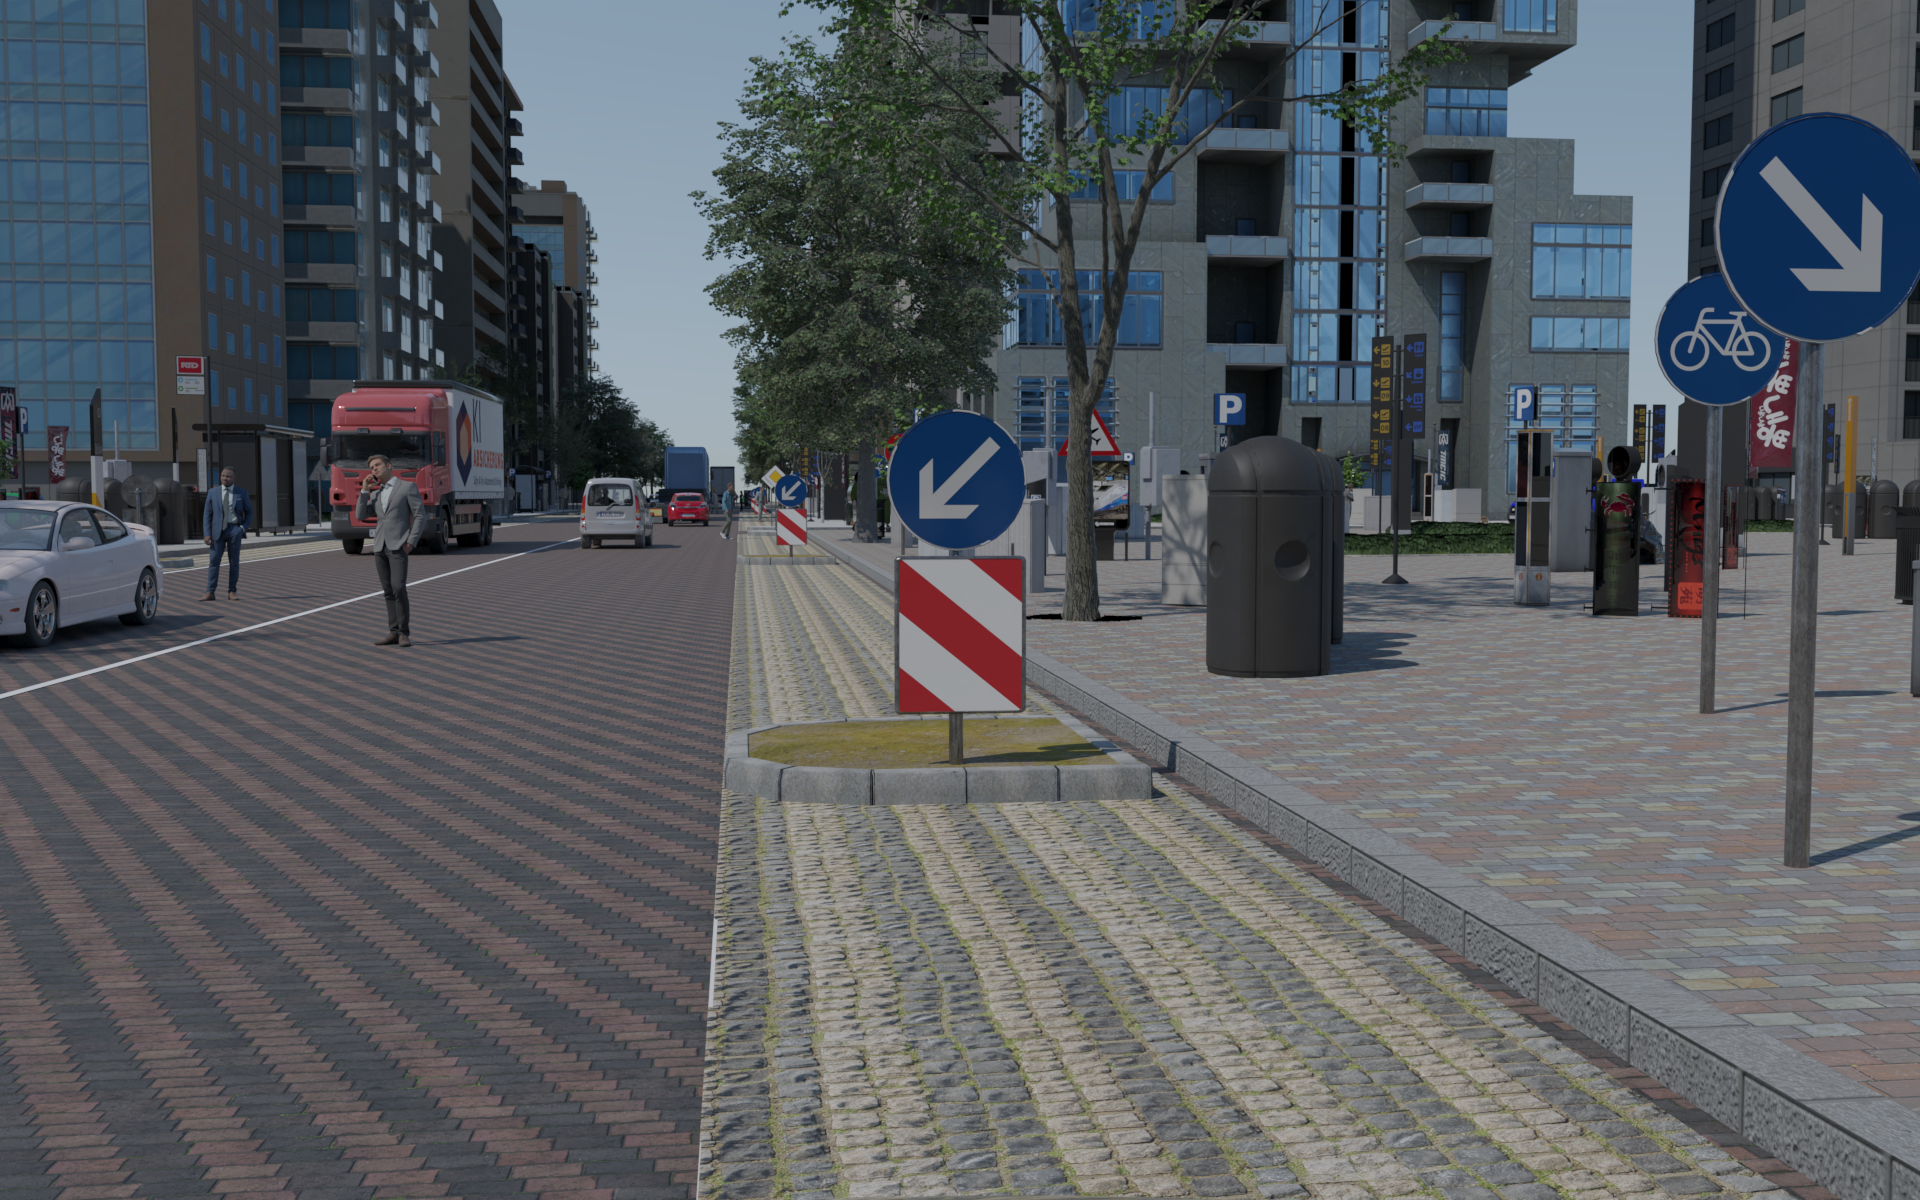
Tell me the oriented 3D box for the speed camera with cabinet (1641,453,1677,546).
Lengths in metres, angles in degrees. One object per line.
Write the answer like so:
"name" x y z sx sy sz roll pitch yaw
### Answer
"speed camera with cabinet" 17.198 -2.933 42.284 0.660 3.252 2.038 0 4 6

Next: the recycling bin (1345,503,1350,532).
"recycling bin" 10.559 -2.234 49.074 0.722 1.027 0.722 3 5 41

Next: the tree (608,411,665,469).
"tree" -45.181 -19.934 236.283 12.009 13.543 11.850 0 3 0

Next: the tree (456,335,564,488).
"tree" -27.278 -10.276 102.427 8.767 10.594 7.601 2 4 25

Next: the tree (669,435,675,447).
"tree" -51.233 -23.329 288.084 9.857 13.997 8.962 0 3 0

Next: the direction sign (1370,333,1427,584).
"direction sign" 6.246 -2.003 24.754 0.379 3.537 0.876 -3 5 -43

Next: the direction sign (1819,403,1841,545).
"direction sign" 21.783 -3.159 43.655 0.379 3.537 0.876 0 4 1

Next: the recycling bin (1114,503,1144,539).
"recycling bin" 4.805 -2.274 49.740 0.722 1.027 0.722 -3 4 -36

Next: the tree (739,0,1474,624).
"tree" 1.374 -5.607 17.431 9.928 11.665 9.643 0 3 0

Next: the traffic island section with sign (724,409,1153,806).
"traffic island section with sign" -0.210 -0.016 8.882 1.989 1.847 2.006 0 4 -7

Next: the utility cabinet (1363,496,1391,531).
"utility cabinet" 14.700 -3.036 60.800 1.020 1.237 0.306 0 4 1

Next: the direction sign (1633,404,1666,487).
"direction sign" 17.368 -3.163 43.714 0.876 3.537 0.379 -1 4 -10

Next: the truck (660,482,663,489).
"truck" -33.724 -12.840 205.852 3.469 3.379 9.791 0 4 -8

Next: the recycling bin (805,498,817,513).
"recycling bin" -10.281 -6.548 119.618 0.722 1.027 0.722 -1 4 -19

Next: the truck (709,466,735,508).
"truck" -24.693 -11.670 179.713 2.839 4.237 11.283 -1 4 -8

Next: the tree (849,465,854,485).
"tree" -6.714 -6.386 99.014 1.663 3.219 1.824 0 3 0

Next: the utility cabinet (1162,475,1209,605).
"utility cabinet" 2.903 -0.675 19.721 1.173 1.500 0.318 2 4 31

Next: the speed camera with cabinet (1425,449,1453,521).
"speed camera with cabinet" 20.993 -4.987 75.873 0.660 3.252 2.038 0 4 -6

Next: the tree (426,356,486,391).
"tree" -26.895 -8.640 91.634 4.737 8.622 4.395 0 3 0

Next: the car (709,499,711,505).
"car" -29.981 -12.048 206.567 1.945 1.707 3.694 0 4 -7

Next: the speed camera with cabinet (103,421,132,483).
"speed camera with cabinet" -22.441 -3.242 47.344 0.660 3.252 2.038 2 4 35

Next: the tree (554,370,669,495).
"tree" -37.006 -16.604 178.133 9.857 13.997 8.962 0 3 0

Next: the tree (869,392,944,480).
"tree" -0.707 -2.354 33.091 1.663 3.219 1.824 0 3 0

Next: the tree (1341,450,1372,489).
"tree" 17.273 -5.050 77.170 1.663 3.219 1.824 0 3 0

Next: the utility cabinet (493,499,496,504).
"utility cabinet" -36.892 -7.756 137.974 1.020 1.237 0.306 1 4 12

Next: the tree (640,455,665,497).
"tree" -48.147 -20.219 264.984 7.601 10.594 8.767 2 4 26

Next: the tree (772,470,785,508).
"tree" -13.841 -8.591 135.063 1.663 3.219 1.824 0 3 0

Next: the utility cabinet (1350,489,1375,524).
"utility cabinet" 16.762 -3.907 72.564 1.173 1.500 0.318 2 4 35

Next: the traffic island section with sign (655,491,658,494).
"traffic island section with sign" -43.129 -14.597 247.289 1.989 1.847 2.006 0 4 -7

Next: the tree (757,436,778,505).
"tree" -21.707 -15.386 201.931 4.737 8.622 4.395 0 3 0

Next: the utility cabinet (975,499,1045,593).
"utility cabinet" 0.644 -0.710 22.778 0.306 1.237 1.020 -3 5 -45

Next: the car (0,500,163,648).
"car" -9.646 -0.316 17.536 2.083 1.381 4.827 0 4 -7

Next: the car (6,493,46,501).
"car" -33.181 -3.203 61.158 4.718 1.807 1.959 0 4 -7

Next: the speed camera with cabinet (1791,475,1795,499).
"speed camera with cabinet" 39.412 -5.281 80.679 2.038 3.252 0.660 -3 5 -44

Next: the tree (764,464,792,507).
"tree" -18.214 -11.597 173.331 4.285 4.588 4.351 0 3 0

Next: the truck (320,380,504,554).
"truck" -13.909 -3.421 44.843 2.839 4.237 11.283 0 4 -6

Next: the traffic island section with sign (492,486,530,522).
"traffic island section with sign" -22.971 -4.864 88.156 1.989 1.847 2.006 0 4 -7

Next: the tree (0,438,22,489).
"tree" -18.392 -2.304 32.265 1.663 3.219 1.824 0 3 0

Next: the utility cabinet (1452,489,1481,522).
"utility cabinet" 20.966 -3.853 71.682 1.173 1.500 0.318 -1 4 -16

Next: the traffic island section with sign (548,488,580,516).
"traffic island section with sign" -26.485 -6.557 115.839 1.989 1.847 2.006 0 4 -7

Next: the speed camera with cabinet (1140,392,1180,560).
"speed camera with cabinet" 4.158 -2.369 33.068 0.660 3.252 2.038 -1 4 -22

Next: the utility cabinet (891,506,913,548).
"utility cabinet" -1.402 -1.858 41.539 0.306 1.237 1.020 1 4 13

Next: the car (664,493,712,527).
"car" -12.197 -4.201 77.733 2.155 1.783 4.494 -1 4 -9

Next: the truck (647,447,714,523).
"truck" -14.985 -6.279 92.419 2.967 4.110 18.799 0 4 -5

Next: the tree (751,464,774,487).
"tree" -29.694 -18.973 260.577 4.360 8.622 3.978 0 3 0

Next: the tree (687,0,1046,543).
"tree" -2.522 -8.479 45.293 9.857 13.997 8.962 0 3 0

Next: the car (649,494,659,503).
"car" -28.509 -9.212 162.624 2.014 1.417 4.499 -1 4 -8

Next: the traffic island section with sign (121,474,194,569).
"traffic island section with sign" -16.071 -1.528 33.604 1.989 1.847 2.006 0 4 -7

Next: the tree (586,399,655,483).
"tree" -40.742 -17.569 204.264 9.611 12.733 9.660 0 3 0

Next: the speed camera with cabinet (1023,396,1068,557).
"speed camera with cabinet" 1.828 -2.542 35.892 0.660 3.252 2.038 1 4 18

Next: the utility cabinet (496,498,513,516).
"utility cabinet" -26.497 -5.503 101.137 1.020 1.237 0.306 3 5 42

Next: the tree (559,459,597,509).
"tree" -32.461 -9.987 146.995 4.285 4.588 4.351 0 3 0

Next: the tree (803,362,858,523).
"tree" -5.842 -7.705 76.346 4.360 8.622 3.978 0 3 0

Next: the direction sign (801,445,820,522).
"direction sign" -6.926 -5.404 80.345 0.876 3.537 0.379 0 4 1

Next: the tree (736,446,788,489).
"tree" -32.894 -22.877 291.045 9.611 12.733 9.660 0 3 0

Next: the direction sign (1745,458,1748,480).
"direction sign" 42.000 -6.194 93.262 0.876 3.537 0.379 1 4 18

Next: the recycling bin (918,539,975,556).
"recycling bin" -0.171 -0.886 27.035 0.722 1.027 0.722 2 4 33

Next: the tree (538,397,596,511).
"tree" -31.375 -11.504 138.453 4.360 8.622 3.978 0 3 0

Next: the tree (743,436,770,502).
"tree" -30.064 -21.458 268.960 7.486 12.596 7.792 0 3 0
